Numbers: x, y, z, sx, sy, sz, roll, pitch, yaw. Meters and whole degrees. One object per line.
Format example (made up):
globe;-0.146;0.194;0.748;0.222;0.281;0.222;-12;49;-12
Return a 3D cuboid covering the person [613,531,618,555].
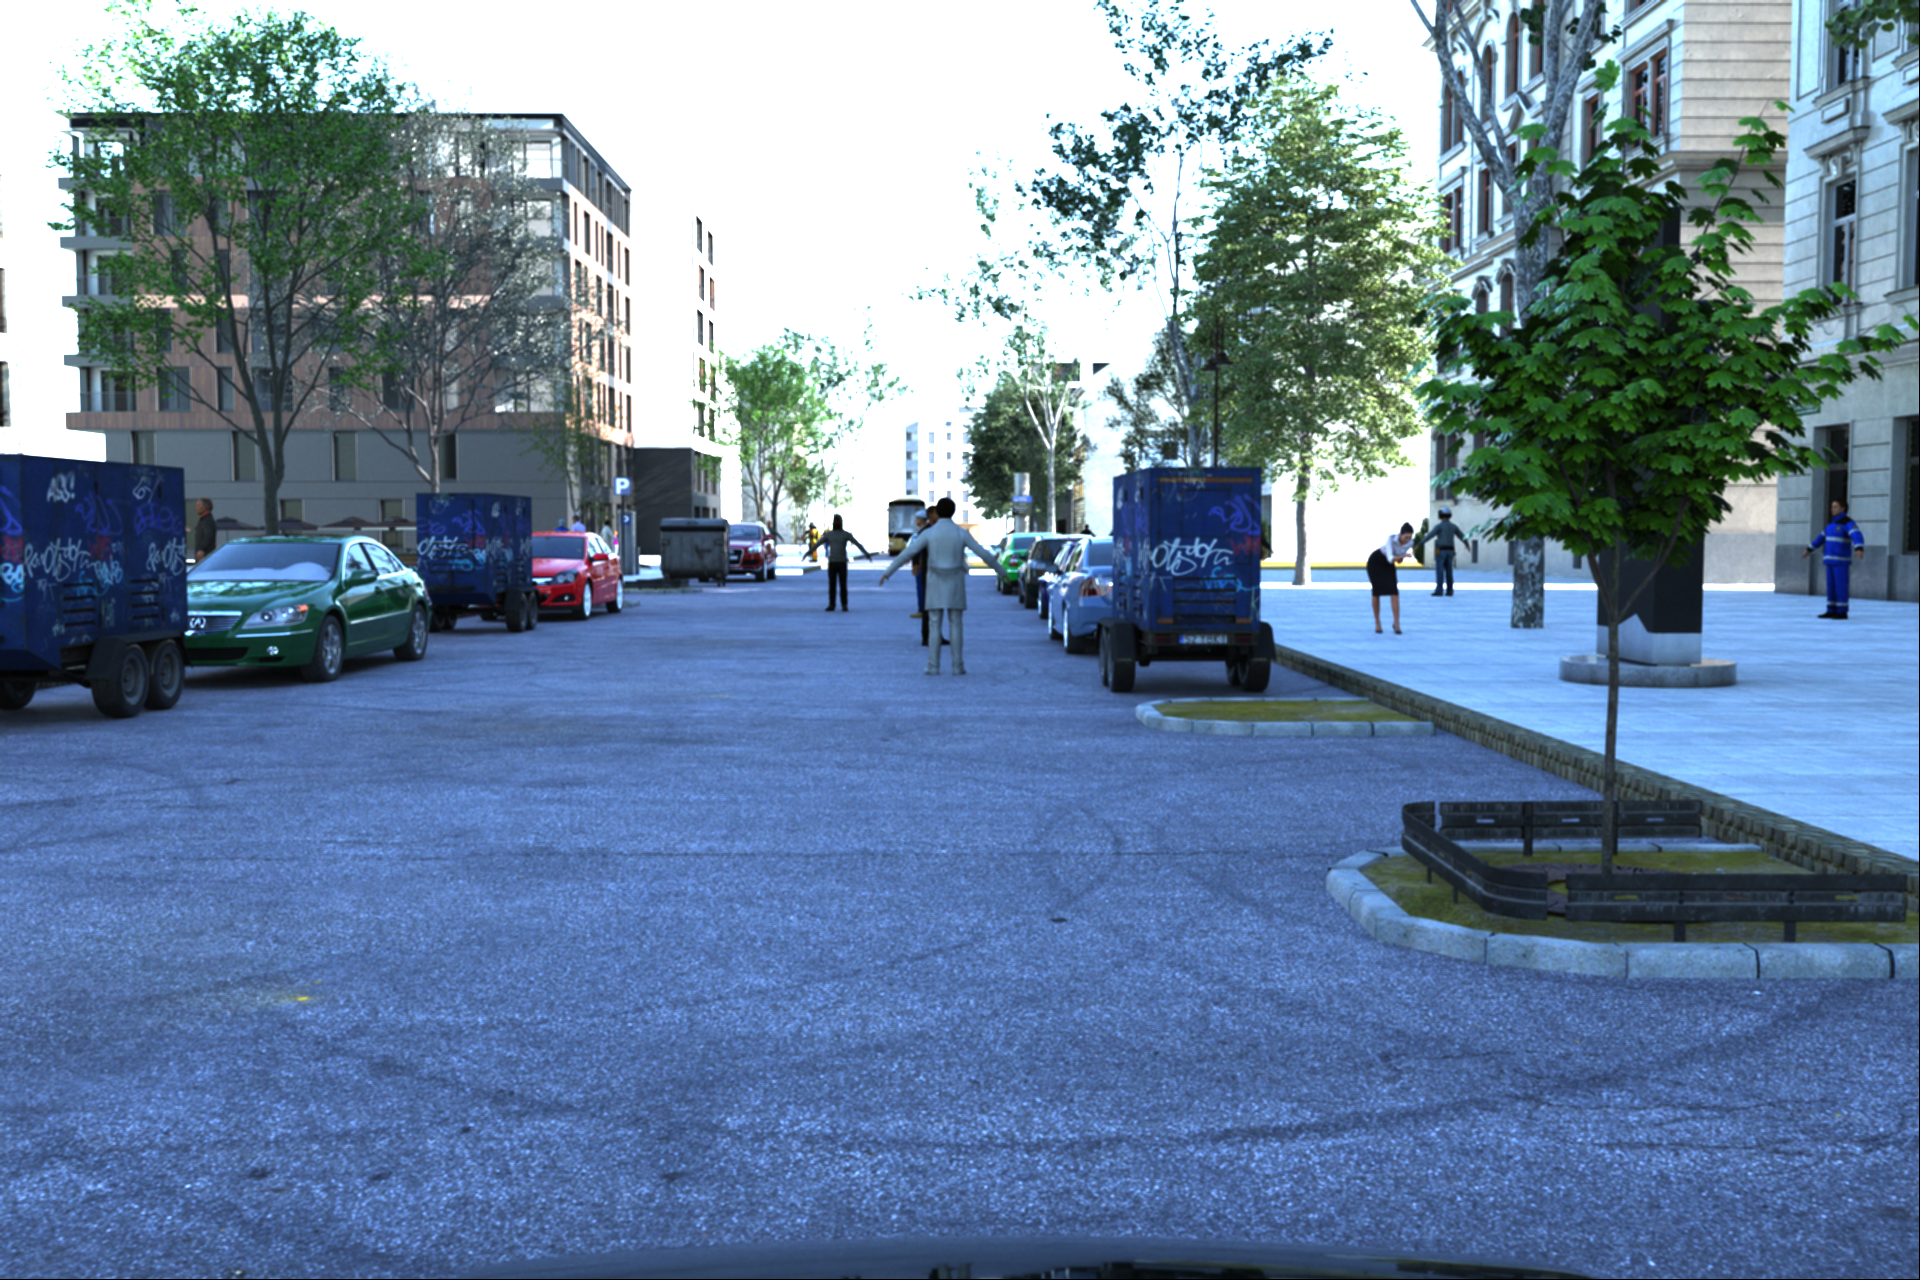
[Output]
person;-16.432;-4.502;82.873;0.599;1.433;0.991;-2;4;-29

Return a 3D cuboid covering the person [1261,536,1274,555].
person;5.087;-1.578;31.870;1.348;1.821;0.705;1;4;13

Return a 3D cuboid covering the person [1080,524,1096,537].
person;6.840;-5.324;93.229;1.347;1.806;0.705;2;4;31

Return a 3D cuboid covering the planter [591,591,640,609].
planter;-7.410;-0.800;34.217;1.991;0.319;1.994;0;3;0

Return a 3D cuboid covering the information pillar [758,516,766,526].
information pillar;-8.167;-4.103;71.575;0.304;2.012;0.304;0;4;1

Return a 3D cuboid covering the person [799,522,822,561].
person;-6.793;-4.499;79.702;1.345;1.843;0.704;1;4;14

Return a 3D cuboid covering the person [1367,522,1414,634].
person;5.563;-0.796;22.239;0.799;1.438;0.628;3;5;40

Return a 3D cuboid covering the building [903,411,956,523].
building;-7.938;-24.384;257.548;11.380;20.090;16.016;-1;4;-10

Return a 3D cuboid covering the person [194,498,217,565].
person;-11.012;-1.165;25.235;0.705;1.807;1.348;-2;4;-24

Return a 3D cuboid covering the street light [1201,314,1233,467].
street light;5.410;-3.904;36.620;0.468;5.910;1.993;0;4;0

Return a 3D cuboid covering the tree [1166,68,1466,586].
tree;8.755;-7.637;42.984;7.486;12.596;7.792;0;3;0

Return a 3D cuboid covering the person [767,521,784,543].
person;-7.360;-3.694;66.661;1.348;1.796;0.705;1;4;16

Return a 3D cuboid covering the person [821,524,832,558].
person;-6.890;-5.201;91.009;1.349;1.833;0.705;0;4;5

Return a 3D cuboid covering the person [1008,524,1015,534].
person;2.843;-5.073;89.088;1.346;1.812;0.704;-1;4;-13

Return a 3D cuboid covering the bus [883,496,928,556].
bus;-3.417;-7.553;115.040;2.896;3.916;12.252;0;4;0

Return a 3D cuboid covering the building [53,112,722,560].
building;-29.887;-15.693;100.554;27.936;21.610;32.646;0;4;0

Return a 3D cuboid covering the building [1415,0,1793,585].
building;24.059;-16.323;54.273;14.401;28.519;23.554;0;4;-1

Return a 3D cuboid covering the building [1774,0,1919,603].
building;25.729;-14.616;15.391;17.030;29.872;44.131;0;4;0

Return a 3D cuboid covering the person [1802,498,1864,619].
person;13.262;-1.238;26.211;0.704;1.831;1.345;-1;4;-8

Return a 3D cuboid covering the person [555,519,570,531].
person;-14.554;-3.497;63.297;1.347;1.817;0.704;0;4;2

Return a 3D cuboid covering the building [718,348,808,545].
building;-28.516;-23.103;208.655;19.493;23.208;18.063;0;3;0

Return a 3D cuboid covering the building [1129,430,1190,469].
building;19.340;-12.100;139.979;9.099;9.664;28.070;0;4;0

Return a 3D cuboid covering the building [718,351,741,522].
building;-29.232;-19.748;179.302;16.016;20.090;11.380;0;4;-1

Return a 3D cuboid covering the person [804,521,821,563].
person;-6.609;-4.426;78.141;0.705;1.858;1.354;2;4;27

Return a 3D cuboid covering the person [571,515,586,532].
person;-11.405;-2.774;51.273;0.599;1.838;0.709;2;4;33

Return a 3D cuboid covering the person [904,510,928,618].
person;-0.669;-1.314;29.796;0.705;1.847;1.347;1;4;14

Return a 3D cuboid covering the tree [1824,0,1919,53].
tree;8.465;-5.570;9.202;7.486;12.596;7.792;0;3;0

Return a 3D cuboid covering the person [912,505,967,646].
person;-0.316;-0.833;22.300;0.704;1.802;1.346;2;4;28

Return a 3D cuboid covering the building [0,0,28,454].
building;-30.532;-11.291;38.487;10.420;20.400;16.860;0;4;-1

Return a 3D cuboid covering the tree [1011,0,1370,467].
tree;6.619;-12.397;58.585;12.611;20.169;13.585;0;3;0

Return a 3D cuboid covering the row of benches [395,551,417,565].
row of benches;-18.442;-2.853;62.106;4.104;0.672;1.422;-2;4;-31

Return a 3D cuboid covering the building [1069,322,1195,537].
building;21.880;-21.634;184.643;19.493;23.208;18.063;0;3;0

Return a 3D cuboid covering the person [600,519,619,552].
person;-12.358;-3.352;60.896;0.704;1.819;1.344;-3;5;-40

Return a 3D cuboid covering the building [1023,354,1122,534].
building;21.597;-22.604;213.548;27.936;21.610;32.646;0;4;-1

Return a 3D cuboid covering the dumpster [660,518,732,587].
dumpster;-7.233;-2.392;47.318;1.865;1.857;1.264;0;4;0

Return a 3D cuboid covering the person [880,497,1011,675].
person;-0.148;-0.555;17.720;1.347;1.806;0.705;0;4;-3

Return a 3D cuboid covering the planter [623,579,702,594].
planter;-7.391;-1.306;42.498;1.991;0.319;1.994;0;4;1

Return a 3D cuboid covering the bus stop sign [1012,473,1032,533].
bus stop sign;2.663;-5.230;74.523;0.837;3.901;0.837;0;4;1

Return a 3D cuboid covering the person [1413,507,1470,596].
person;10.030;-1.839;35.905;1.345;1.849;0.704;-1;4;-17

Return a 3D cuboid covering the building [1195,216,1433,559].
building;24.640;-14.594;105.074;16.747;18.905;31.486;0;4;0

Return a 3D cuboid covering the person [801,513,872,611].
person;-2.283;-1.448;32.255;1.348;1.813;0.705;1;4;10
